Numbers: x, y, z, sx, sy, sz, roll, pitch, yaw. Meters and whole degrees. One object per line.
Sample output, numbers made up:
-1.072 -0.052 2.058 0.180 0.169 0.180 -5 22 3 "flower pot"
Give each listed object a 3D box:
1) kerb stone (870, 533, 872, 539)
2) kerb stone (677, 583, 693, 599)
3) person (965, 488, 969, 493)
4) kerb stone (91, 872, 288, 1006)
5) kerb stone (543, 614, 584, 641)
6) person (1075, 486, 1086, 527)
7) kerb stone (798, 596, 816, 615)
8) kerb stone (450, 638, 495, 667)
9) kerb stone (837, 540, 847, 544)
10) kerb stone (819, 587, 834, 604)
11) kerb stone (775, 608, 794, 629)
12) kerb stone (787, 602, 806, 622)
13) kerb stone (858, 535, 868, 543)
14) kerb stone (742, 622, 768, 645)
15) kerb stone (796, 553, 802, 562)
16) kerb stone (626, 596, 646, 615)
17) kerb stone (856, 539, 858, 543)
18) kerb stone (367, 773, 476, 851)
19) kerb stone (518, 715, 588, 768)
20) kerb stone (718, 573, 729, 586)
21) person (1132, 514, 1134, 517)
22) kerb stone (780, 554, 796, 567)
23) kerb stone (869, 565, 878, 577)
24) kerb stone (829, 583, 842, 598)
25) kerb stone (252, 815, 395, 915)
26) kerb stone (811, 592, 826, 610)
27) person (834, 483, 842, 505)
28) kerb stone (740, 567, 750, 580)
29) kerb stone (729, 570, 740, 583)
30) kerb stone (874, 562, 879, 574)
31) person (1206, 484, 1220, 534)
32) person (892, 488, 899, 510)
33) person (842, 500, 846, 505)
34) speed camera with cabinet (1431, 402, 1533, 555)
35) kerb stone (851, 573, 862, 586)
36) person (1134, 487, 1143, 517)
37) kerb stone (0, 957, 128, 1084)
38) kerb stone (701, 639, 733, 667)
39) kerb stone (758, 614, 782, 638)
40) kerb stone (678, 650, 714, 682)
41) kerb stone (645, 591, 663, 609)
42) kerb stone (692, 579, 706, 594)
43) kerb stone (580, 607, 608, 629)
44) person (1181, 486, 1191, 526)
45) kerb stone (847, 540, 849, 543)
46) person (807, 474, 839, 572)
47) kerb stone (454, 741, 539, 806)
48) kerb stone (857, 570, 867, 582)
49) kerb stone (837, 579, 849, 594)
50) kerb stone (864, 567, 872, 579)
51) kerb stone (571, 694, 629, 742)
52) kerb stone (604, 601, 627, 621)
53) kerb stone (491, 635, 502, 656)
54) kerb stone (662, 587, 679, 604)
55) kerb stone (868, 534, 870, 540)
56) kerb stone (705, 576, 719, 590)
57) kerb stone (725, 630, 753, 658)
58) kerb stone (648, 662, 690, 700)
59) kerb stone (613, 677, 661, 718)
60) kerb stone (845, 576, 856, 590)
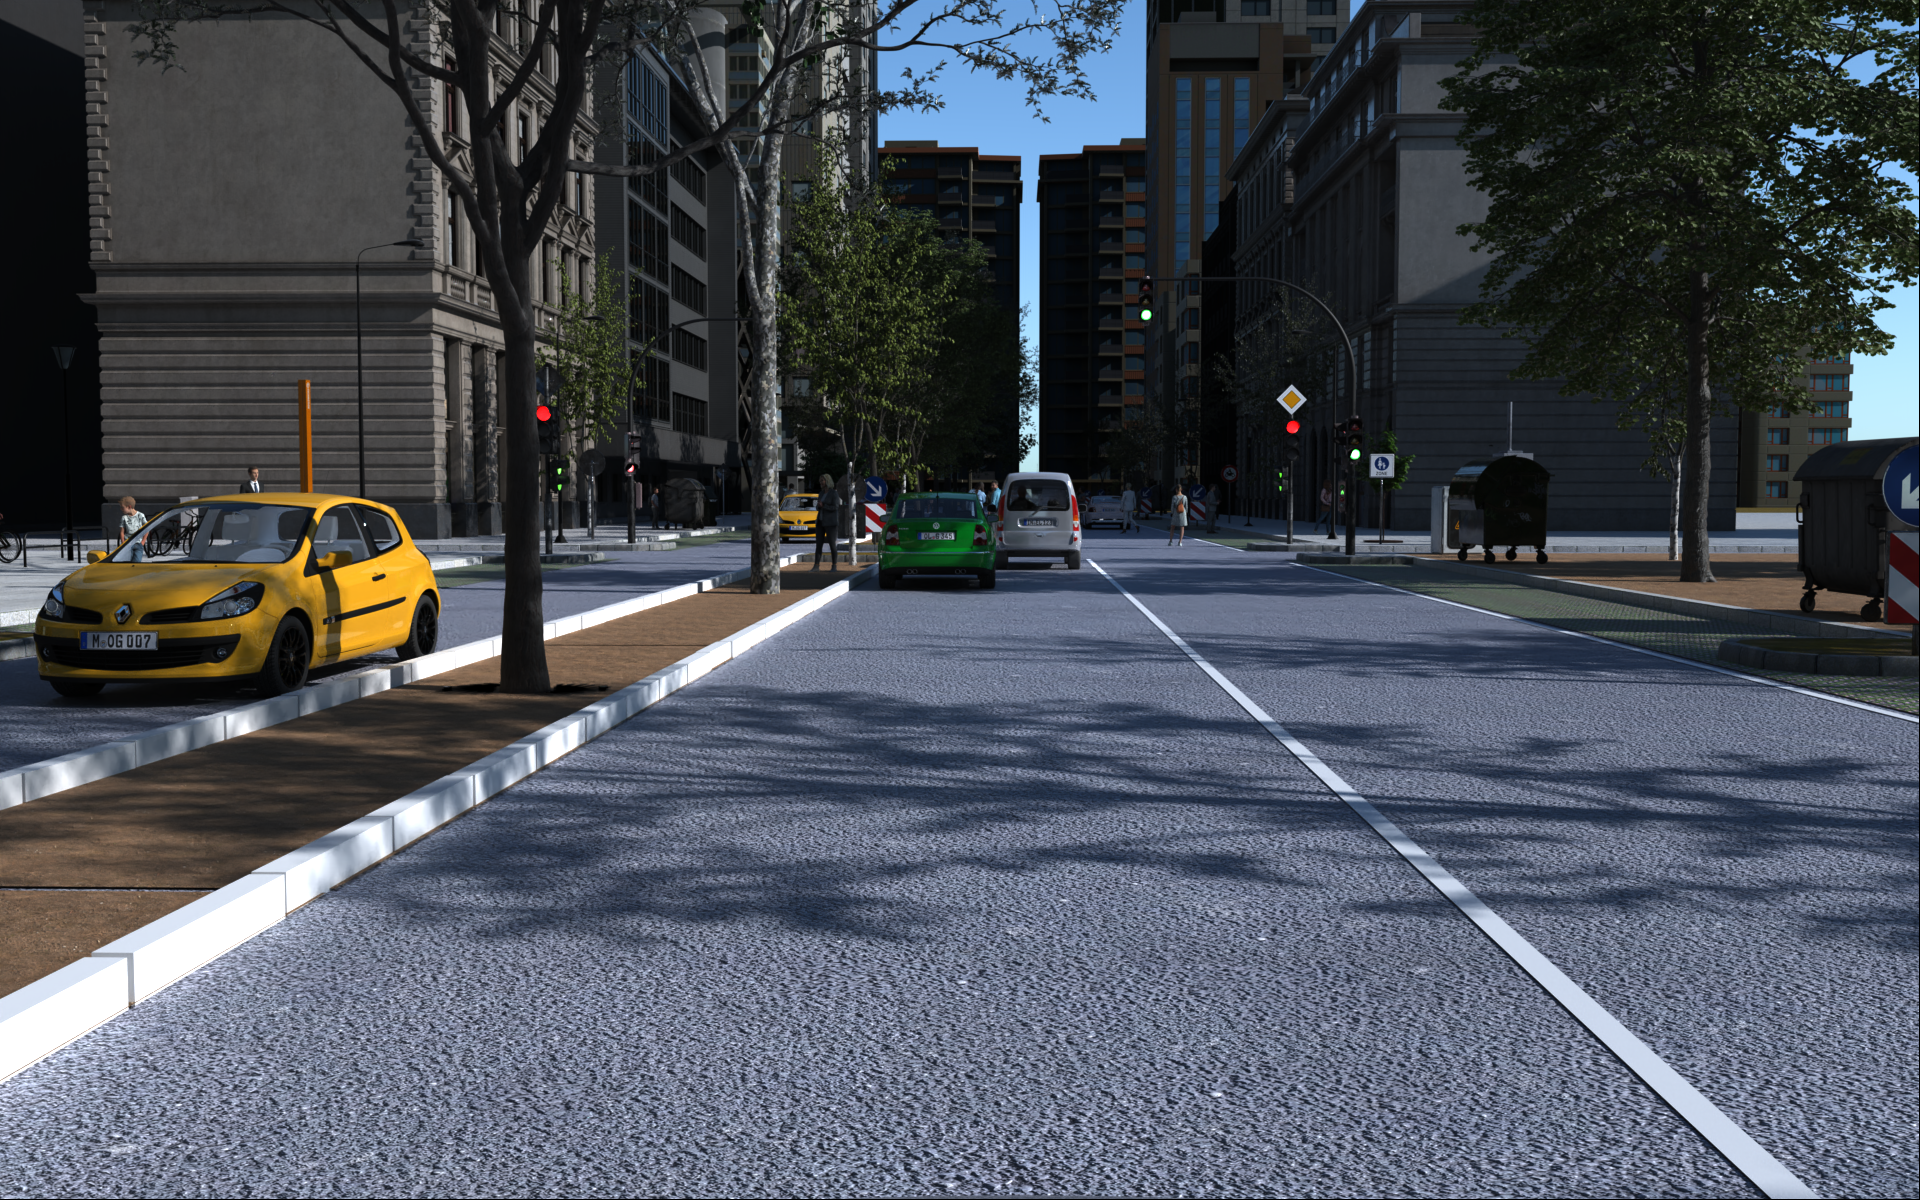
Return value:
-2.892 -1.951 54.088 0.120 0.150 1.000 0 4 2 "kerb stone"
-3.868 -0.102 23.868 0.120 0.150 1.000 0 4 2 "kerb stone"
0.483 -6.518 115.052 0.713 1.824 0.794 2 4 28 "person"
-2.354 1.031 5.346 0.120 0.150 1.000 0 4 2 "kerb stone"
-4.062 0.274 17.719 0.120 0.150 1.000 0 4 2 "kerb stone"
5.232 -4.101 75.911 0.532 1.782 0.716 -1 4 -12 "person"
-1.869 0.092 20.694 0.120 0.150 1.000 0 4 2 "kerb stone"
-4.163 0.462 14.644 0.120 0.150 1.000 0 4 2 "kerb stone"
-3.156 -1.444 45.879 0.120 0.150 1.000 0 4 2 "kerb stone"
-1.803 -0.033 22.736 0.120 0.150 1.000 0 4 2 "kerb stone"
-1.935 0.220 18.651 0.120 0.150 1.000 0 4 2 "kerb stone"
-1.898 0.155 19.672 0.120 0.150 1.000 0 4 2 "kerb stone"
-2.956 -1.826 52.042 0.120 0.150 1.000 0 4 2 "kerb stone"
-1.998 0.344 16.608 0.120 0.150 1.000 0 4 2 "kerb stone"
-3.472 -0.853 36.154 0.120 0.150 1.000 0 4 2 "kerb stone"
-3.965 0.086 20.784 0.120 0.150 1.000 0 4 2 "kerb stone"
-3.060 -1.637 48.953 0.120 0.150 1.000 0 4 2 "kerb stone"
-2.297 0.905 7.401 0.120 0.150 1.000 0 4 2 "kerb stone"
-2.228 0.780 9.444 0.120 0.150 1.000 0 4 2 "kerb stone"
-3.770 -0.286 26.933 0.120 0.150 1.000 0 4 2 "kerb stone"
10.494 -6.063 107.728 0.694 1.812 0.767 -3 4 -36 "person"
-3.501 -0.791 35.132 0.120 0.150 1.000 0 4 2 "kerb stone"
-1.564 -0.470 29.920 0.120 0.150 1.000 0 4 2 "kerb stone"
-1.771 -0.096 23.766 0.120 0.150 1.000 0 4 2 "kerb stone"
-2.330 0.967 6.380 0.120 0.150 1.000 0 4 2 "kerb stone"
-1.830 0.029 21.715 0.120 0.150 1.000 0 4 2 "kerb stone"
-4.103 -2.956 57.107 0.678 1.792 0.850 2 4 30 "person"
-3.695 -0.415 28.980 0.120 0.150 1.000 0 4 2 "kerb stone"
-3.734 -0.352 27.955 0.120 0.150 1.000 0 4 2 "kerb stone"
-1.538 -0.535 30.944 0.120 0.150 1.000 0 4 2 "kerb stone"
9.156 -3.288 62.453 0.583 1.804 0.606 0 4 -1 "person"
-3.771 -5.701 102.194 0.515 1.767 0.782 2 4 27 "person"
-4.224 -3.186 60.582 0.794 1.824 0.713 3 5 39 "person"
11.132 -2.605 36.920 2.038 3.252 0.660 -1 4 -9 "speed camera with cabinet"
-1.670 -0.284 26.836 0.120 0.150 1.000 0 4 2 "kerb stone"
10.184 -5.467 97.998 0.853 1.813 0.709 2 4 27 "person"
-2.387 1.097 4.313 0.120 0.150 1.000 0 4 2 "kerb stone"
-2.072 0.467 14.562 0.120 0.150 1.000 0 4 2 "kerb stone"
-1.962 0.279 17.629 0.120 0.150 1.000 0 4 2 "kerb stone"
-2.091 0.530 13.534 0.120 0.150 1.000 0 4 2 "kerb stone"
-3.930 0.023 21.816 0.120 0.150 1.000 0 4 2 "kerb stone"
-3.831 -0.165 24.890 0.120 0.150 1.000 0 4 2 "kerb stone"
-4.018 0.213 18.740 0.120 0.150 1.000 0 4 2 "kerb stone"
9.339 -3.903 72.716 0.661 1.777 0.834 -2 4 -28 "person"
-3.124 -1.509 46.901 0.120 0.150 1.000 0 4 2 "kerb stone"
-2.450 -1.399 31.551 0.526 1.800 0.537 -3 5 -42 "person"
-2.260 0.844 8.423 0.120 0.150 1.000 0 4 2 "kerb stone"
-1.637 -0.346 27.861 0.120 0.150 1.000 0 4 2 "kerb stone"
-1.734 -0.159 24.787 0.120 0.150 1.000 0 4 2 "kerb stone"
-1.605 -0.409 28.882 0.120 0.150 1.000 0 4 2 "kerb stone"
-2.190 0.717 10.465 0.120 0.150 1.000 0 4 2 "kerb stone"
-3.998 0.149 19.762 0.120 0.150 1.000 0 4 2 "kerb stone"
-4.126 0.399 15.665 0.120 0.150 1.000 0 4 2 "kerb stone"
-3.890 -0.039 22.839 0.120 0.150 1.000 0 4 2 "kerb stone"
-2.926 -1.888 53.067 0.120 0.150 1.000 0 4 2 "kerb stone"
-3.796 -0.227 25.911 0.120 0.150 1.000 0 4 2 "kerb stone"
-2.022 0.404 15.586 0.120 0.150 1.000 0 4 2 "kerb stone"
-2.126 0.592 12.513 0.120 0.150 1.000 0 4 2 "kerb stone"
-2.160 0.656 11.487 0.120 0.150 1.000 0 4 2 "kerb stone"
-1.700 -0.221 25.809 0.120 0.150 1.000 0 4 2 "kerb stone"
